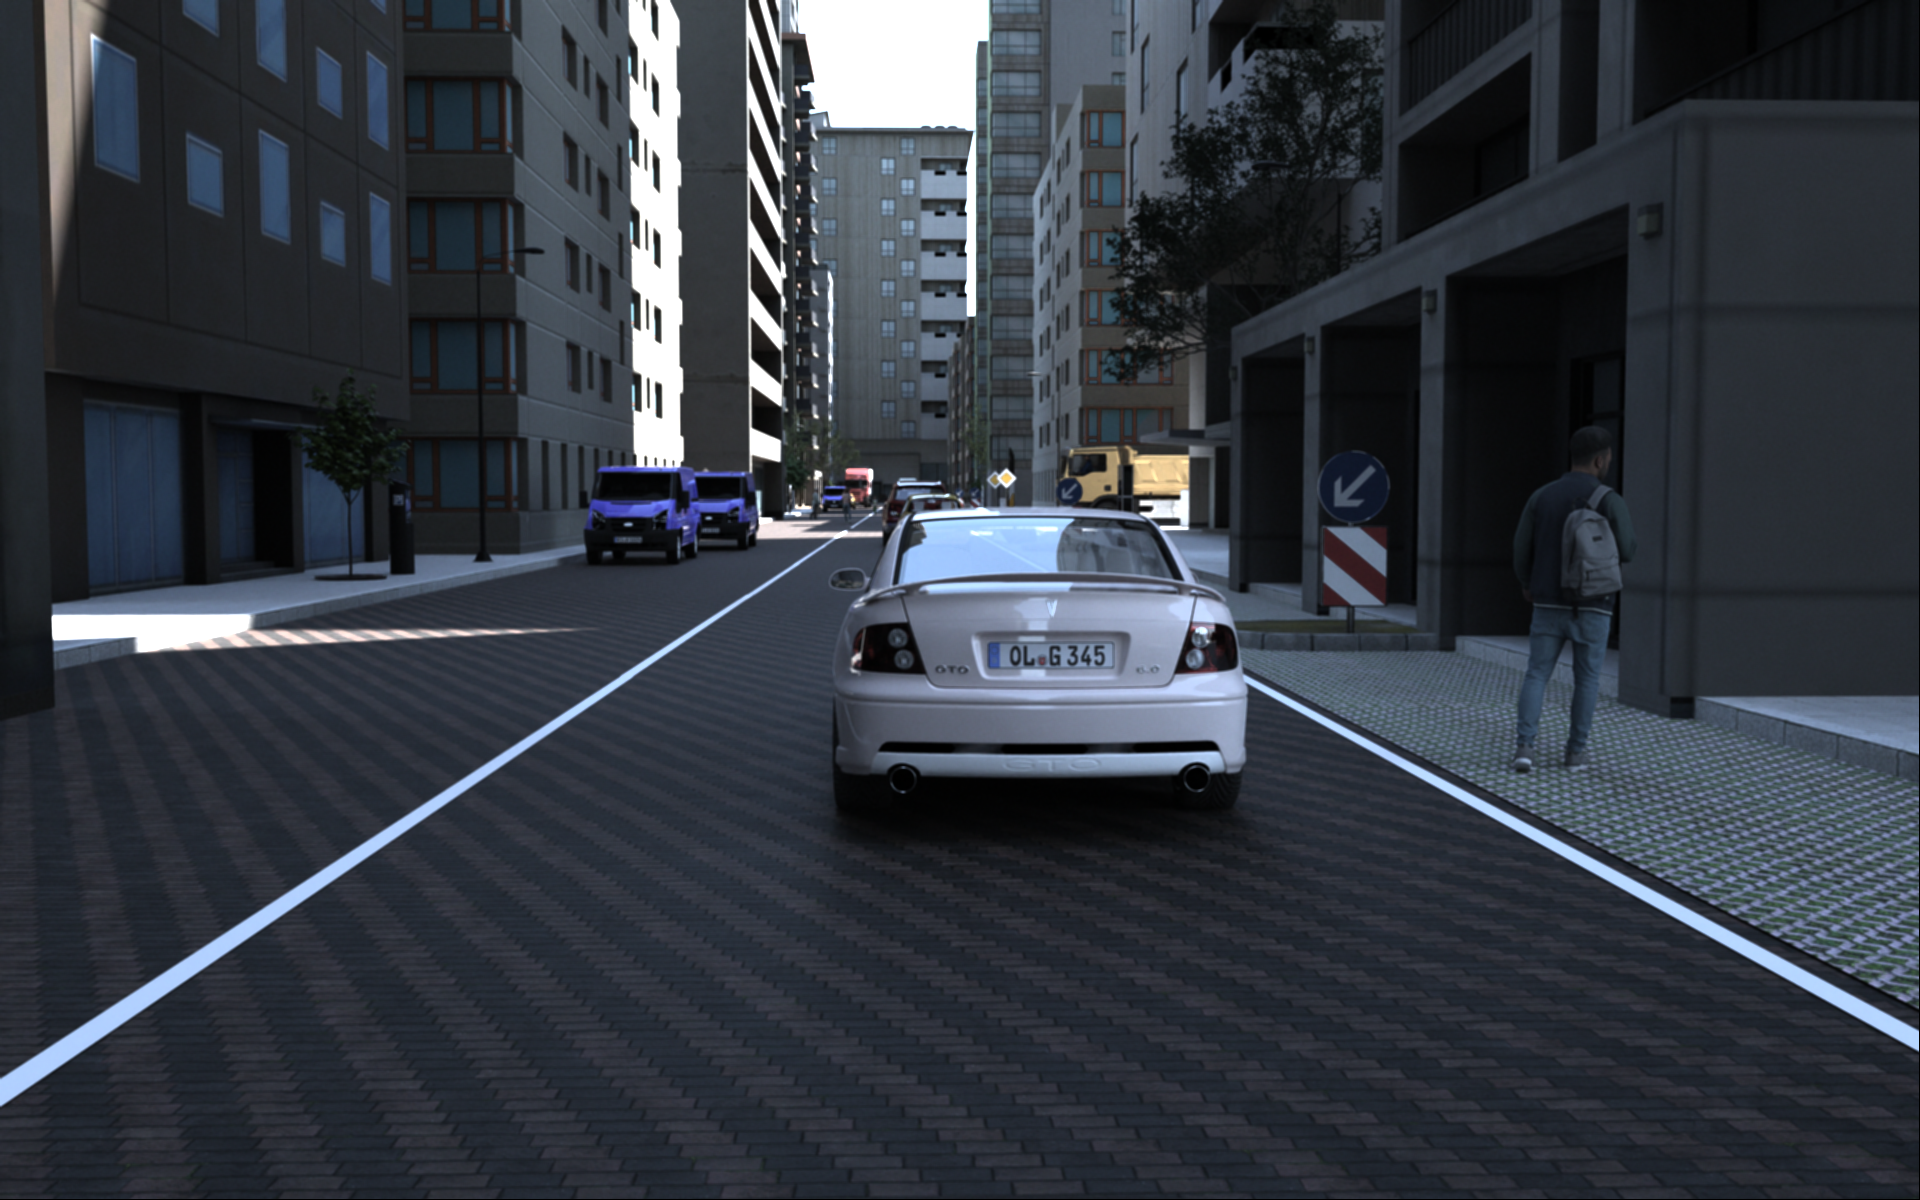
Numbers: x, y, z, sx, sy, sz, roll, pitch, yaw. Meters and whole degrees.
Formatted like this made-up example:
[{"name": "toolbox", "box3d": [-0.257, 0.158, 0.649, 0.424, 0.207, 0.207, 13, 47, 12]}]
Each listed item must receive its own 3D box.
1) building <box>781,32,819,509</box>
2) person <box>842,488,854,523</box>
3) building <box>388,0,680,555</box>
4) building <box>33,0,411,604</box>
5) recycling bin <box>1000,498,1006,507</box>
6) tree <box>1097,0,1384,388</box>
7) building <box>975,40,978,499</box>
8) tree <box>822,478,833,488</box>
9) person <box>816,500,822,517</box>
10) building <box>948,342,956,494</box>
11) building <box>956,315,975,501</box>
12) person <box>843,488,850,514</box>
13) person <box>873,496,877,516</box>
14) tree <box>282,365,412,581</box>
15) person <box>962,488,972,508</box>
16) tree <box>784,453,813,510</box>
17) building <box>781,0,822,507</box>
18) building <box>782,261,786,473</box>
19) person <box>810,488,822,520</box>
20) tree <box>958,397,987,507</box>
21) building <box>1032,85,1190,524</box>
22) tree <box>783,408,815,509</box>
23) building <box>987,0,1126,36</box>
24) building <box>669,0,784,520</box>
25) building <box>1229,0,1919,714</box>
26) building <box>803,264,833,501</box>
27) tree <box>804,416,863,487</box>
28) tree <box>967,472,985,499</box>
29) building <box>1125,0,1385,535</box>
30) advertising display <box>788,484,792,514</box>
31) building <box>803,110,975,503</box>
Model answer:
[{"name": "building", "box3d": [-24.800, -31.068, 162.580, 22.147, 44.769, 28.867, 0, 4, -2]}, {"name": "person", "box3d": [-5.536, -4.661, 85.299, 0.593, 1.750, 0.643, 0, 4, 1]}, {"name": "building", "box3d": [-24.231, -12.497, 49.371, 28.899, 21.520, 27.650, 0, 4, -2]}, {"name": "building", "box3d": [-17.378, -22.945, 25.257, 14.600, 45.320, 14.200, 0, 4, -2]}, {"name": "recycling bin", "box3d": [2.760, -5.889, 108.844, 0.722, 1.027, 0.722, 0, 4, -7]}, {"name": "tree", "box3d": [5.885, -5.954, 31.762, 7.601, 10.594, 8.767, 3, 5, 44]}, {"name": "building", "box3d": [8.307, -29.154, 160.256, 14.154, 41.232, 14.086, 0, 4, -2]}, {"name": "tree", "box3d": [-15.630, -13.051, 207.979, 1.663, 3.219, 1.824, 0, 3, 0]}, {"name": "person", "box3d": [-9.017, -5.939, 110.623, 0.505, 1.210, 0.382, 1, 4, 15]}, {"name": "building", "box3d": [12.684, -22.437, 211.892, 27.650, 21.520, 28.899, 0, 4, -2]}, {"name": "building", "box3d": [14.143, -20.641, 182.516, 27.650, 21.520, 28.899, 0, 4, -2]}, {"name": "person", "box3d": [-8.208, -7.201, 126.035, 0.655, 1.846, 0.447, 3, 4, 39]}, {"name": "person", "box3d": [-5.607, -6.223, 114.502, 0.306, 1.304, 0.590, 1, 4, 11]}, {"name": "tree", "box3d": [-9.053, -1.923, 26.040, 1.663, 3.219, 1.824, 0, 3, 0]}, {"name": "person", "box3d": [0.397, -5.060, 91.777, 0.519, 1.759, 0.362, 1, 4, 18]}, {"name": "tree", "box3d": [-13.567, -9.537, 139.639, 4.285, 4.588, 4.351, 0, 3, 0]}, {"name": "building", "box3d": [-25.482, -45.763, 186.471, 20.563, 71.187, 20.611, 0, 4, -2]}, {"name": "building", "box3d": [-26.580, -16.610, 116.607, 27.650, 21.520, 28.899, 0, 4, -2]}, {"name": "person", "box3d": [-8.056, -5.380, 96.941, 0.515, 1.767, 0.782, -2, 4, -29]}, {"name": "tree", "box3d": [1.956, -11.163, 132.883, 4.737, 8.622, 4.395, 0, 3, 0]}, {"name": "building", "box3d": [19.140, -14.845, 87.748, 28.899, 21.520, 27.650, 0, 4, -2]}, {"name": "tree", "box3d": [-14.279, -11.961, 145.927, 4.737, 8.622, 4.395, 0, 3, 0]}, {"name": "building", "box3d": [8.748, -26.421, 115.578, 14.154, 41.232, 14.086, 0, 4, -2]}, {"name": "building", "box3d": [-19.970, -28.079, 82.796, 21.300, 48.544, 21.600, 0, 4, -2]}, {"name": "building", "box3d": [14.536, -35.192, 13.639, 20.563, 71.187, 20.611, 0, 4, -2]}, {"name": "building", "box3d": [-23.047, -27.281, 217.751, 14.107, 30.474, 14.160, 0, 4, -2]}, {"name": "tree", "box3d": [-15.429, -16.410, 202.716, 8.767, 10.594, 7.601, 0, 4, 3]}, {"name": "tree", "box3d": [1.658, -9.653, 152.422, 1.663, 3.219, 1.824, 0, 3, 0]}, {"name": "building", "box3d": [19.888, -28.204, 50.371, 28.713, 52.752, 27.495, 0, 4, -2]}, {"name": "advertising display", "box3d": [-11.168, -6.633, 113.656, 0.123, 1.923, 0.974, 0, 4, 1]}, {"name": "building", "box3d": [-10.087, -40.199, 246.498, 27.495, 52.752, 28.713, 0, 4, -2]}]
